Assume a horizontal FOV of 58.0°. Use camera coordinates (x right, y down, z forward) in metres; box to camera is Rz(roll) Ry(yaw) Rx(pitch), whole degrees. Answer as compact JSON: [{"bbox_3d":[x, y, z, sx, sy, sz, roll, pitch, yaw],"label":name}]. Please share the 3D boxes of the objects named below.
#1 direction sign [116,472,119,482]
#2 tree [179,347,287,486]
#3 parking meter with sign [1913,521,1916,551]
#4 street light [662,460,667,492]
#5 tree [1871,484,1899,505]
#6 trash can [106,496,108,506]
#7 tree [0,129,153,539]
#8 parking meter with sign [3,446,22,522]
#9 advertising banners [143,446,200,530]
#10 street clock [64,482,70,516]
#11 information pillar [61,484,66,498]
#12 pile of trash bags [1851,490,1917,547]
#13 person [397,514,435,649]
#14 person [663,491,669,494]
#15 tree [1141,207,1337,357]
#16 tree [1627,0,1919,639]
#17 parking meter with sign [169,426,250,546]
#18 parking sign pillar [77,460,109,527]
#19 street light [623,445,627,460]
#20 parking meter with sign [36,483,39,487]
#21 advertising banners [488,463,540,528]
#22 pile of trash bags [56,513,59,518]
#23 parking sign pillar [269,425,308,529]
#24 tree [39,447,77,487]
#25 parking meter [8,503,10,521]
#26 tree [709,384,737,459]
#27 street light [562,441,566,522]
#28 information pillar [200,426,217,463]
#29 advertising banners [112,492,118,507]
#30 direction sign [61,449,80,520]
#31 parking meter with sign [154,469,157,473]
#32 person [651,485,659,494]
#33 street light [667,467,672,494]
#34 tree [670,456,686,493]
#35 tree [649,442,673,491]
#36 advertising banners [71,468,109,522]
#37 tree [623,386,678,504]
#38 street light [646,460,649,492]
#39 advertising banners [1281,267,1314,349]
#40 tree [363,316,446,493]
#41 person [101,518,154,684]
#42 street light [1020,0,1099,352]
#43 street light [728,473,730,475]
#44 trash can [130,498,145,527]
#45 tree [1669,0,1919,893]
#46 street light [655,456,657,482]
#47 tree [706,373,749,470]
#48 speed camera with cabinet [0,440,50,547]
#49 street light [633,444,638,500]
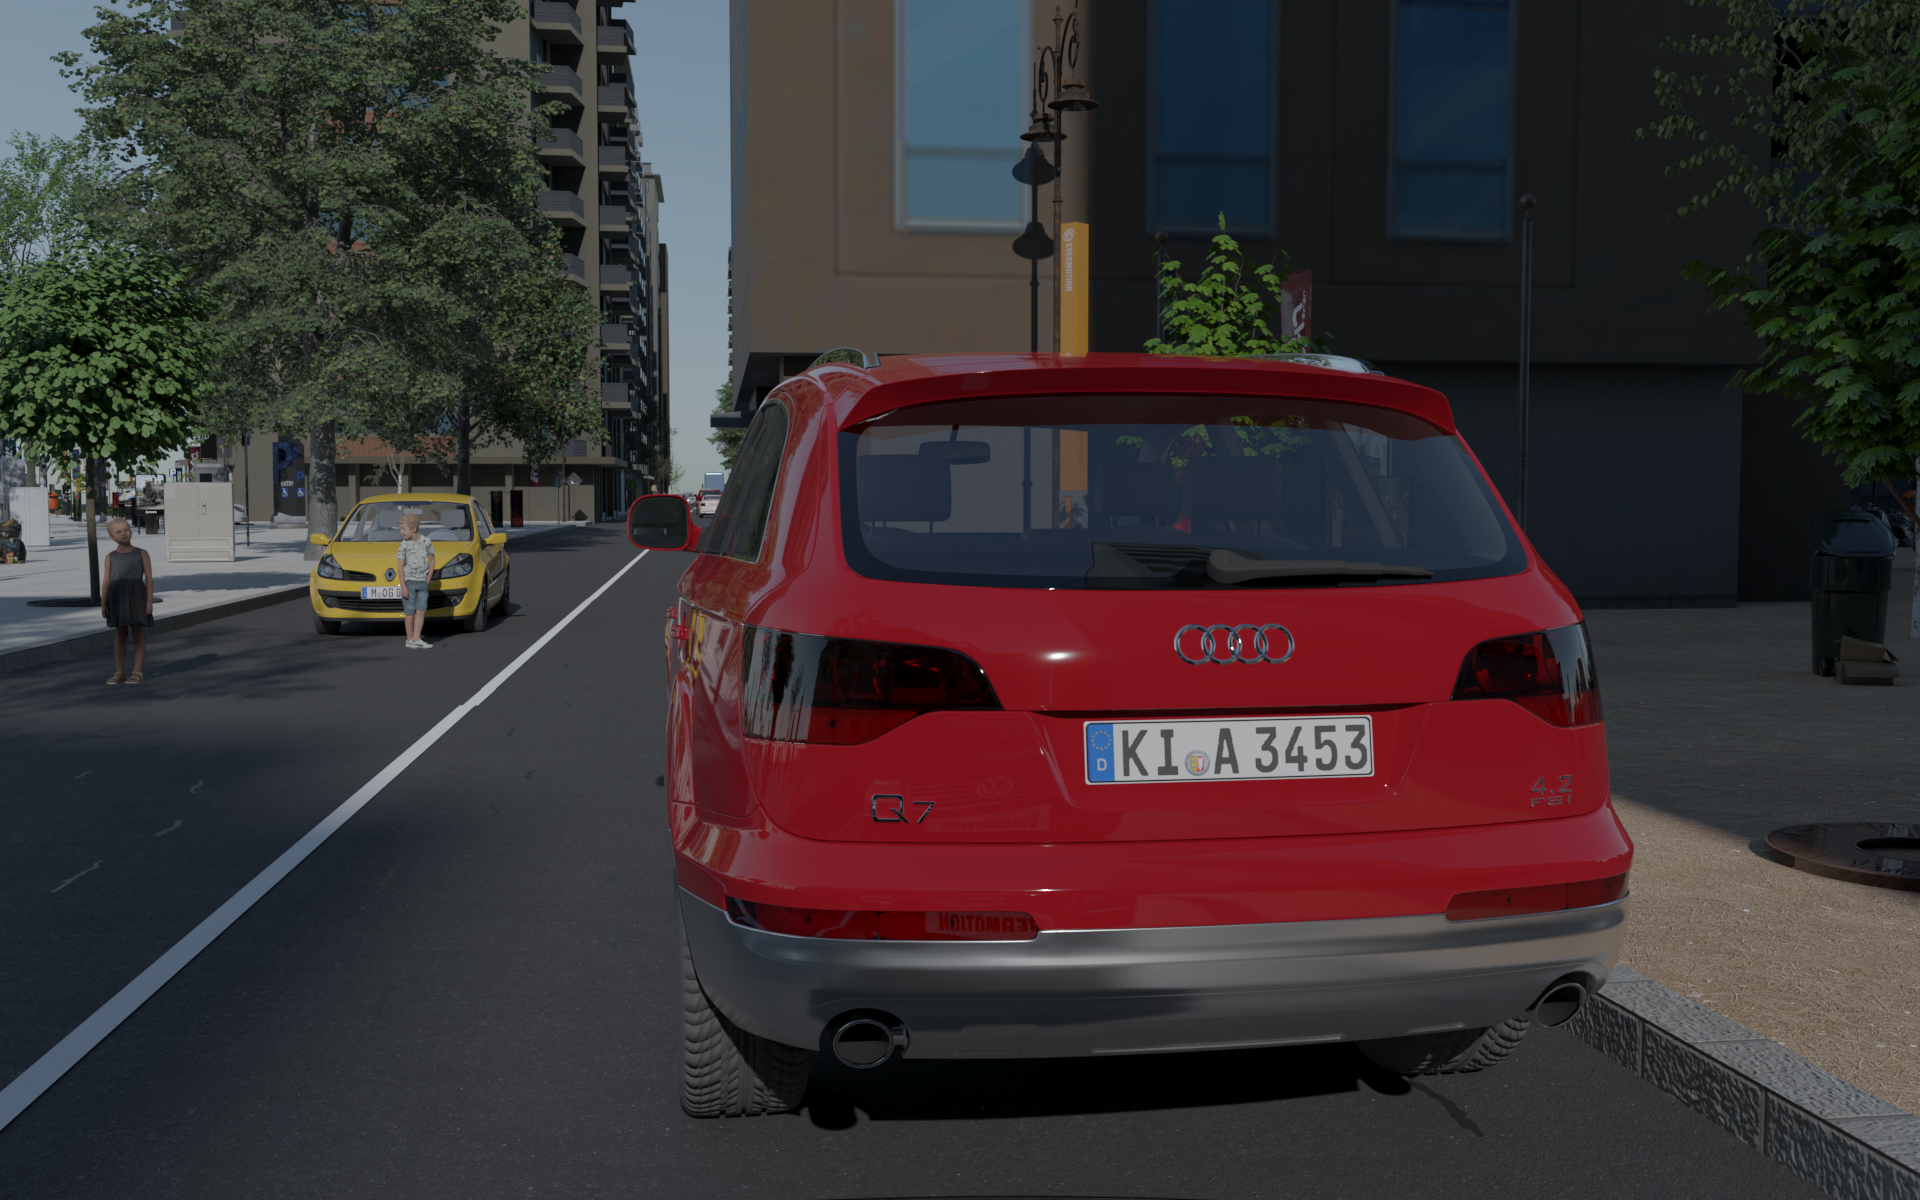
[{"bbox_3d":[-68.570,-9.118,141.077,0.379,3.537,0.876,-1,4,-15],"label":"direction sign"},{"bbox_3d":[-25.394,-6.709,60.051,4.737,8.622,4.395,0,3,0],"label":"tree"},{"bbox_3d":[22.239,-2.590,38.608,1.738,3.016,0.543,0,4,-2],"label":"parking meter with sign"},{"bbox_3d":[-40.801,-16.201,237.680,0.468,5.910,1.993,-1,4,-8],"label":"street light"},{"bbox_3d":[27.034,-4.118,51.048,4.285,4.588,4.351,0,3,0],"label":"tree"},{"bbox_3d":[-62.417,-7.006,126.205,0.748,1.137,0.748,0,3,0],"label":"trash can"},{"bbox_3d":[-26.601,-7.568,49.498,9.928,11.665,9.643,0,3,0],"label":"tree"},{"bbox_3d":[-35.056,-4.075,62.895,0.543,3.016,1.738,3,5,39],"label":"parking meter with sign"},{"bbox_3d":[-28.483,-4.068,62.697,2.074,3.025,0.090,-1,4,-15],"label":"advertising banners"},{"bbox_3d":[-52.670,-5.971,102.203,0.358,2.002,0.471,0,4,-7],"label":"street clock"},{"bbox_3d":[-67.560,-7.710,130.555,0.304,2.012,0.304,-3,4,-36],"label":"information pillar"},{"bbox_3d":[22.396,-1.987,42.234,3.447,1.369,1.912,-2,4,-31],"label":"pile of trash bags"},{"bbox_3d":[-5.053,-0.179,16.113,0.332,1.250,0.352,0,4,7],"label":"person"},{"bbox_3d":[-31.659,-10.830,186.367,0.742,1.727,0.445,-1,4,-9],"label":"person"},{"bbox_3d":[1.672,-1.052,11.807,1.663,3.219,1.824,0,3,0],"label":"tree"},{"bbox_3d":[8.318,-3.957,15.064,4.737,8.622,4.395,0,3,0],"label":"tree"},{"bbox_3d":[-18.297,-2.816,42.304,1.738,3.016,0.543,-1,4,-10],"label":"parking meter with sign"},{"bbox_3d":[-33.502,-4.815,67.197,1.447,3.967,1.447,-1,4,-15],"label":"parking sign pillar"},{"bbox_3d":[-26.029,-9.864,134.068,0.468,5.910,1.993,-1,4,-8],"label":"street light"},{"bbox_3d":[-62.440,-7.386,117.025,0.543,3.016,1.738,1,4,15],"label":"parking meter with sign"},{"bbox_3d":[-17.022,-4.290,66.336,2.074,3.025,0.090,-2,4,-27],"label":"advertising banners"},{"bbox_3d":[-50.543,-5.188,94.582,3.447,1.369,1.912,1,4,23],"label":"pile of trash bags"},{"bbox_3d":[-25.018,-4.654,64.559,1.447,3.967,1.447,2,4,31],"label":"parking sign pillar"},{"bbox_3d":[-31.035,-6.639,58.907,4.737,8.622,4.395,0,3,0],"label":"tree"},{"bbox_3d":[-43.514,-4.494,79.193,0.399,1.863,0.255,-2,4,-30],"label":"parking meter"},{"bbox_3d":[-19.401,-14.279,159.217,9.928,11.665,9.643,0,3,0],"label":"tree"},{"bbox_3d":[-18.167,-6.516,79.323,0.468,5.910,1.993,-1,4,-8],"label":"street light"},{"bbox_3d":[-23.045,-3.778,53.130,0.504,3.616,0.183,-3,5,-42],"label":"information pillar"},{"bbox_3d":[-63.782,-8.235,130.836,2.074,3.025,0.090,0,4,-7],"label":"advertising banners"},{"bbox_3d":[-44.740,-5.819,87.133,0.876,3.537,0.379,-1,4,-14],"label":"direction sign"},{"bbox_3d":[-55.948,-7.679,121.816,1.738,3.016,0.543,1,4,11],"label":"parking meter with sign"},{"bbox_3d":[-11.868,-3.705,69.298,1.509,1.804,0.699,-3,5,-43],"label":"person"},{"bbox_3d":[-44.865,-17.906,265.552,0.468,5.910,1.993,-1,4,-8],"label":"street light"},{"bbox_3d":[-51.656,-22.091,311.544,4.737,8.622,4.395,0,3,0],"label":"tree"},{"bbox_3d":[-40.168,-17.078,229.591,4.360,8.622,3.978,0,3,0],"label":"tree"},{"bbox_3d":[-40.279,-5.135,80.145,2.074,3.025,0.090,1,4,16],"label":"advertising banners"},{"bbox_3d":[-28.408,-13.181,149.917,8.767,10.594,7.601,0,4,-1],"label":"tree"},{"bbox_3d":[-32.871,-12.815,182.317,0.468,5.910,1.993,-1,4,-8],"label":"street light"},{"bbox_3d":[2.864,-1.023,12.913,0.090,3.025,2.074,-1,4,-17],"label":"advertising banners"},{"bbox_3d":[-21.894,-7.178,67.730,4.360,8.622,3.978,0,3,0],"label":"tree"},{"bbox_3d":[-6.316,0.002,13.145,0.362,1.253,0.373,0,4,-7],"label":"person"},{"bbox_3d":[0.928,-2.677,16.556,0.468,5.910,1.993,-1,4,-8],"label":"street light"},{"bbox_3d":[-41.602,-20.742,311.910,0.468,5.910,1.993,-1,4,-8],"label":"street light"},{"bbox_3d":[-32.153,-3.440,67.899,0.748,1.137,0.748,0,3,0],"label":"trash can"},{"bbox_3d":[3.331,-0.683,5.775,1.663,3.219,1.824,0,3,0],"label":"tree"},{"bbox_3d":[-36.855,-14.497,209.814,0.468,5.910,1.993,-1,4,-8],"label":"street light"},{"bbox_3d":[-16.043,-14.372,141.638,9.857,13.997,8.962,0,3,0],"label":"tree"},{"bbox_3d":[-23.115,-2.952,42.601,2.038,3.252,0.660,3,5,41],"label":"speed camera with cabinet"},{"bbox_3d":[-29.054,-11.141,154.940,0.468,5.910,1.993,-1,4,-8],"label":"street light"}]
